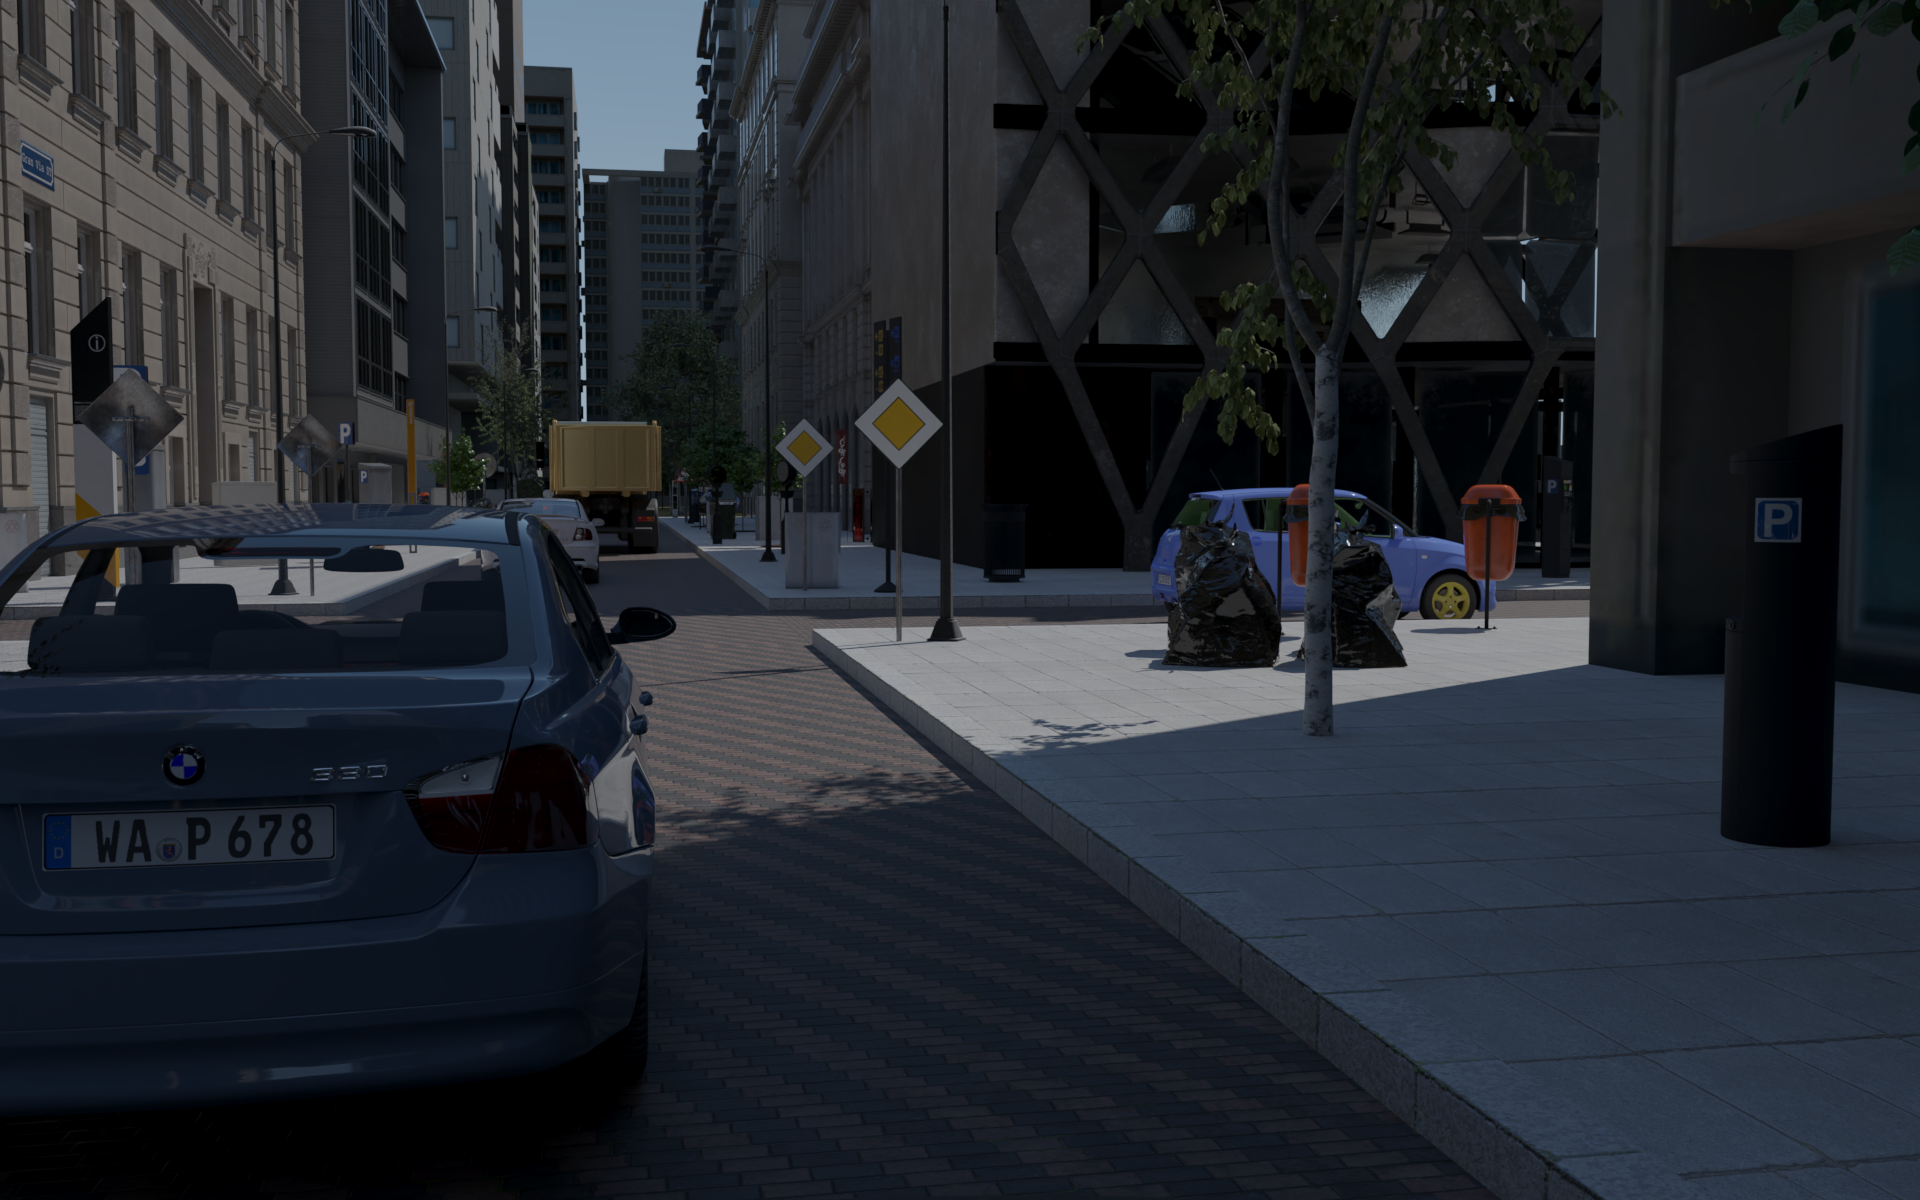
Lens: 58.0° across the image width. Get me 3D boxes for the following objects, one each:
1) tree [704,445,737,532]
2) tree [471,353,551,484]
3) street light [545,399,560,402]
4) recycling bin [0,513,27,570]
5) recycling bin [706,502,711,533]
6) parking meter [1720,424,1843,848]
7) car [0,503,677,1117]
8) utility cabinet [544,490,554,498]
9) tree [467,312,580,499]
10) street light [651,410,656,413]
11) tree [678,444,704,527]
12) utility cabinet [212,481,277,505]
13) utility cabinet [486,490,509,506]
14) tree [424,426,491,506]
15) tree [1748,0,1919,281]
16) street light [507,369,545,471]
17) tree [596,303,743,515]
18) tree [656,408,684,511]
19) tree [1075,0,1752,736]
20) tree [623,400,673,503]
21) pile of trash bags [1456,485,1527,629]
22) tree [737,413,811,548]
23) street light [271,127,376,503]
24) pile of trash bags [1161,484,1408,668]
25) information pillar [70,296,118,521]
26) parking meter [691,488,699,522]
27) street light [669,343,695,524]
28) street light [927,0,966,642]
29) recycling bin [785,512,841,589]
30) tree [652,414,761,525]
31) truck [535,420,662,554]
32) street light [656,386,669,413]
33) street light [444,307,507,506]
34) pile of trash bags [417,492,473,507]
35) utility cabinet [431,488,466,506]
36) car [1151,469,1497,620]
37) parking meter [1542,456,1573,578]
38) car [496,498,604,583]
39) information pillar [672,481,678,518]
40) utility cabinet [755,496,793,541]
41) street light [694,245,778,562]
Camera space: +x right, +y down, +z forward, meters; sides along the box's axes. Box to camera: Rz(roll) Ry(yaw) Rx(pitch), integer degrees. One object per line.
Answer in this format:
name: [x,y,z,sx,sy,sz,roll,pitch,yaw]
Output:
tree: [-7.446,-3.923,58.739,1.663,3.219,1.824,0,3,0]
tree: [-22.859,-8.508,89.462,4.737,8.622,4.395,0,3,0]
street light: [-20.231,-6.874,84.928,1.470,5.913,1.316,-1,4,-11]
recycling bin: [-12.598,-0.609,22.519,0.722,1.027,0.722,-3,5,-40]
recycling bin: [-7.893,-2.723,57.070,0.722,1.027,0.722,1,4,14]
parking meter: [3.039,0.122,6.414,0.372,1.533,0.369,0,3,0]
car: [-1.872,0.407,5.345,2.014,1.417,4.499,-1,4,-11]
utility cabinet: [-22.241,-5.201,93.710,0.318,1.500,1.173,-2,4,-32]
tree: [-18.011,-7.367,70.807,4.360,8.622,3.978,0,3,0]
street light: [-16.441,-7.576,96.407,1.470,5.913,1.316,-1,4,-11]
tree: [-10.053,-4.422,66.903,1.663,3.219,1.824,0,3,0]
utility cabinet: [-12.615,-1.347,30.704,0.318,1.500,1.173,3,5,39]
utility cabinet: [-22.785,-4.673,85.077,1.173,1.500,0.318,-3,4,-36]
tree: [-14.109,-3.353,49.420,1.663,3.219,1.824,0,3,0]
tree: [3.193,-1.200,3.329,4.285,4.588,4.351,0,3,0]
street light: [-16.287,-5.603,64.143,1.470,5.913,1.316,-1,4,-11]
tree: [-16.974,-11.433,103.945,9.611,12.733,9.660,0,3,0]
tree: [-21.495,-10.887,128.366,4.360,8.622,3.978,0,3,0]
tree: [2.107,-3.594,9.122,4.737,8.622,4.395,0,3,0]
tree: [-27.610,-13.521,155.483,7.601,10.594,8.767,-1,4,-19]
pile of trash bags: [6.413,-0.393,16.176,3.447,1.369,1.912,1,4,21]
tree: [-4.263,-2.876,41.623,1.663,3.219,1.824,0,3,0]
street light: [-8.077,-3.023,21.963,1.470,5.913,1.316,-1,4,-11]
pile of trash bags: [2.752,-0.279,14.312,1.912,1.369,3.447,1,4,16]
information pillar: [-10.285,-1.790,20.617,0.504,3.616,0.183,0,4,2]
parking meter: [-12.009,-4.289,78.539,0.372,1.533,0.369,0,3,0]
street light: [-8.154,-4.959,53.621,1.470,5.913,1.316,-1,4,-11]
street light: [-0.651,-2.592,14.922,1.470,5.913,1.316,-1,4,-11]
recycling bin: [-2.013,-0.686,23.766,0.722,1.027,0.722,0,4,-1]
tree: [-9.818,-5.351,71.199,4.285,4.588,4.351,0,3,0]
truck: [-9.316,-3.004,45.044,3.469,3.379,9.791,-1,4,-13]
street light: [-12.203,-6.250,74.723,1.470,5.913,1.316,-1,4,-11]
street light: [-12.165,-4.308,42.984,1.470,5.913,1.316,-1,4,-11]
pile of trash bags: [-26.093,-4.755,87.492,1.912,1.369,3.447,1,4,23]
utility cabinet: [-18.329,-3.268,62.103,1.173,1.500,0.318,-2,4,-35]
car: [3.969,-0.569,18.892,3.694,1.707,1.945,-1,4,-10]
parking meter: [9.143,-1.271,26.500,0.255,1.863,0.399,-2,4,-32]
car: [-7.001,-1.016,28.981,2.083,1.381,4.827,-1,4,-13]
information pillar: [-15.540,-5.502,94.451,0.304,2.012,0.304,-1,4,-10]
utility cabinet: [-5.149,-2.253,47.992,1.020,1.237,0.306,-2,4,-26]
street light: [-4.168,-3.674,32.616,1.470,5.913,1.316,-1,4,-11]
